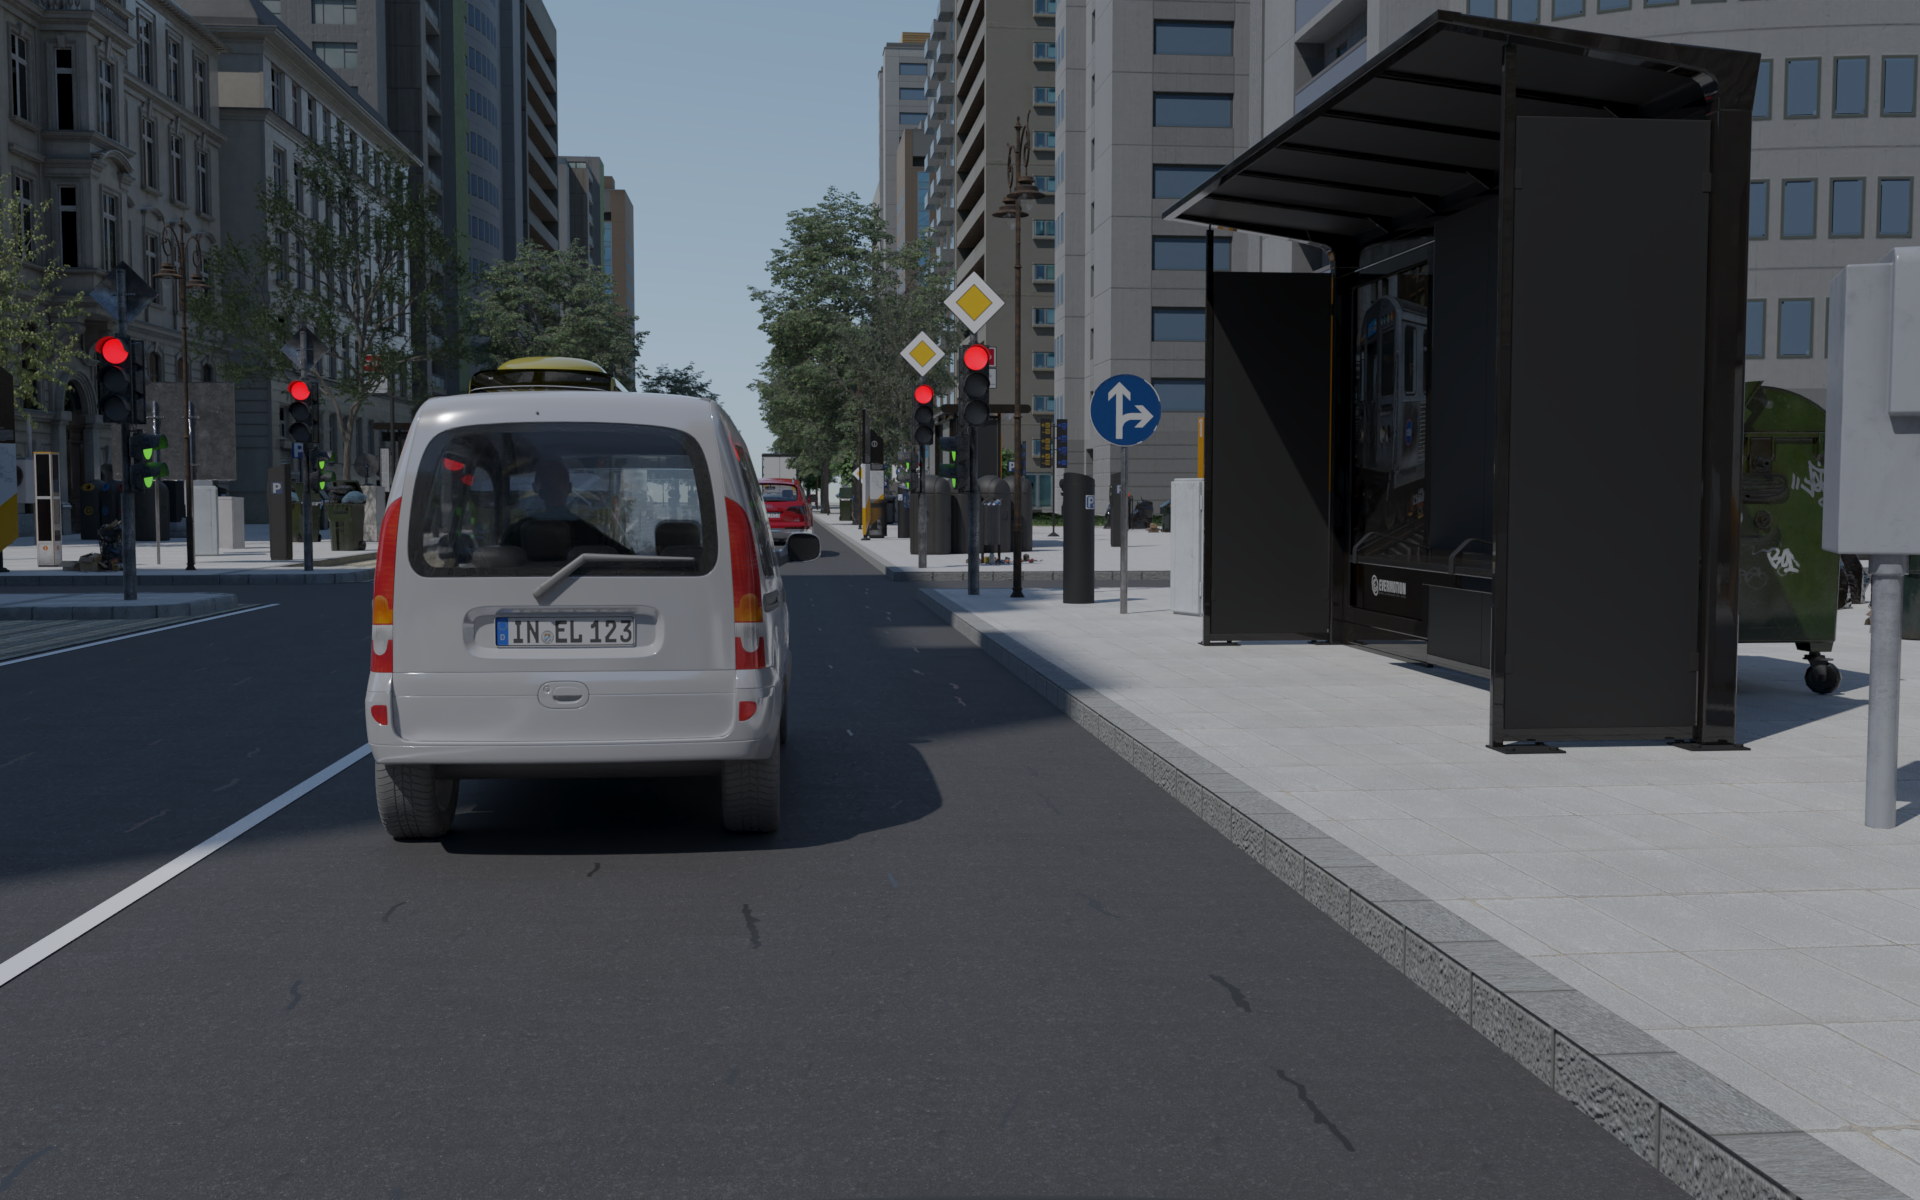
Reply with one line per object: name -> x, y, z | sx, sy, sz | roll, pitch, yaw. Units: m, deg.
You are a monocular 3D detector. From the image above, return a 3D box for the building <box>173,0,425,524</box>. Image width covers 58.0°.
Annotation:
building -> -37.917, -15.492, 86.577 | 16.112, 22.955, 30.059 | 0, 4, -6

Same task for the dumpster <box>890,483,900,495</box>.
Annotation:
dumpster -> -3.412, -5.379, 93.698 | 1.264, 1.857, 1.865 | 0, 4, -6

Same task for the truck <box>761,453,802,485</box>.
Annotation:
truck -> -12.836, -8.288, 124.414 | 2.839, 4.237, 11.283 | 0, 4, -5

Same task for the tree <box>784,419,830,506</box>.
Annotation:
tree -> -16.504, -16.361, 201.909 | 7.601, 10.594, 8.767 | -1, 4, -16

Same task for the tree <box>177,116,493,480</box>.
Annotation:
tree -> -15.746, -6.689, 43.781 | 8.767, 10.594, 7.601 | 0, 4, -2

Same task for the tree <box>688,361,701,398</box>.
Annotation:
tree -> -27.211, -15.820, 165.319 | 9.857, 13.997, 8.962 | 0, 3, 0

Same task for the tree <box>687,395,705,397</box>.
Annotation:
tree -> -30.158, -17.026, 195.380 | 9.611, 12.733, 9.660 | 0, 3, 0

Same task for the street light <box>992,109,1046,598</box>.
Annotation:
street light -> 0.712, -2.970, 21.348 | 0.468, 5.910, 1.993 | 0, 4, -6

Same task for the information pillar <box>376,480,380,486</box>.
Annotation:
information pillar -> -29.580, -5.133, 88.423 | 0.304, 2.012, 0.304 | 2, 4, 23

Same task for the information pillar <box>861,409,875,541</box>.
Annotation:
information pillar -> -2.592, -3.456, 47.855 | 0.183, 3.616, 0.504 | 1, 4, 14

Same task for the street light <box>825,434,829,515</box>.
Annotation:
street light -> -7.941, -8.036, 104.174 | 0.468, 5.910, 1.993 | 0, 4, -6

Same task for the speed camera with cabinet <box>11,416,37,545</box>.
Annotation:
speed camera with cabinet -> -24.302, -3.039, 44.031 | 2.038, 3.252, 0.660 | 1, 4, 20

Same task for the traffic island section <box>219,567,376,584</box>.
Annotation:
traffic island section -> -10.914, -0.409, 28.976 | 2.009, 0.180, 2.903 | 0, 4, -6

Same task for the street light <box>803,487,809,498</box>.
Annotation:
street light -> -15.795, -12.702, 180.465 | 0.468, 5.910, 1.993 | 0, 4, -6

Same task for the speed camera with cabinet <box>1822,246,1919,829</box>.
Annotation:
speed camera with cabinet -> 4.391, -0.741, 6.457 | 2.038, 3.252, 0.660 | 1, 4, 20

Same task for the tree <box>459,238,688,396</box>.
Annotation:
tree -> -19.794, -10.909, 85.015 | 9.857, 13.997, 8.962 | 0, 3, 0

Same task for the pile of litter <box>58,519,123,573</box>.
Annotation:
pile of litter -> -14.470, -0.920, 28.999 | 1.176, 0.858, 1.719 | -1, 4, -14

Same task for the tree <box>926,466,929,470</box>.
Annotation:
tree -> -0.191, -3.739, 55.733 | 1.663, 3.219, 1.824 | 0, 3, 0

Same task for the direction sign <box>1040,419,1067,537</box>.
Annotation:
direction sign -> 2.825, -3.683, 52.209 | 0.876, 3.537, 0.379 | -1, 4, -20

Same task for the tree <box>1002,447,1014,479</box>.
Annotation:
tree -> 2.061, -7.381, 104.387 | 4.285, 4.588, 4.351 | 0, 3, 0

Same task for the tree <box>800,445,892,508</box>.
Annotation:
tree -> -4.944, -6.319, 87.033 | 4.285, 4.588, 4.351 | 0, 3, 0

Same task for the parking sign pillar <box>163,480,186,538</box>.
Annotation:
parking sign pillar -> -22.982, -3.837, 51.201 | 1.447, 3.967, 1.447 | 1, 4, 10

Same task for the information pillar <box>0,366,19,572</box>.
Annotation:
information pillar -> -15.719, -2.260, 28.314 | 0.504, 3.616, 0.183 | -3, 5, -42

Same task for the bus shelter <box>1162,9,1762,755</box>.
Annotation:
bus shelter -> 2.859, -1.244, 11.621 | 1.731, 3.624, 6.357 | 0, 4, -6

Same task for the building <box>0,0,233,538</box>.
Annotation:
building -> -33.736, -14.369, 54.020 | 14.460, 24.649, 34.723 | 0, 4, -6

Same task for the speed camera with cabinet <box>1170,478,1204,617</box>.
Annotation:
speed camera with cabinet -> 3.275, -1.487, 18.655 | 2.038, 3.252, 0.660 | -2, 4, -27

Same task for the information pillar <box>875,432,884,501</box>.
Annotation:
information pillar -> -2.964, -4.290, 61.492 | 0.504, 3.616, 0.183 | -1, 4, -19

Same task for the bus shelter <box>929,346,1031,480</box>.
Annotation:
bus shelter -> 0.188, -4.092, 44.540 | 2.179, 5.291, 8.768 | 0, 4, -6

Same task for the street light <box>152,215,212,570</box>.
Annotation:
street light -> -12.973, -3.440, 29.029 | 0.468, 5.910, 1.993 | 0, 4, -6

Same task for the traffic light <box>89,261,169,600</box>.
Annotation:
traffic light -> -10.050, -1.956, 20.902 | 0.839, 4.253, 0.868 | 0, 4, -6

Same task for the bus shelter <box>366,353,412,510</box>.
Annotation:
bus shelter -> -16.295, -4.562, 52.226 | 2.179, 5.291, 8.768 | 0, 4, -6

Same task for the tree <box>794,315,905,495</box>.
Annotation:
tree -> -5.920, -10.554, 98.315 | 9.928, 11.665, 9.643 | 0, 3, 0

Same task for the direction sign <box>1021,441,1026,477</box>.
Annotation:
direction sign -> 2.651, -5.033, 74.293 | 0.379, 3.537, 0.876 | -1, 4, -19

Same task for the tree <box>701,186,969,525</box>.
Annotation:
tree -> -4.173, -10.086, 71.563 | 9.857, 13.997, 8.962 | 0, 3, 0

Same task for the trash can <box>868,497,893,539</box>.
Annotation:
trash can -> -2.412, -2.356, 50.179 | 0.748, 1.137, 0.748 | 0, 3, 0

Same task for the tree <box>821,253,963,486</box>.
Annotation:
tree -> -1.916, -6.224, 52.129 | 4.360, 8.622, 3.978 | 0, 3, 0

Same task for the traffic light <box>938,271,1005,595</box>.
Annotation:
traffic light -> 0.155, -2.021, 21.971 | 0.839, 4.253, 0.868 | 0, 4, -6

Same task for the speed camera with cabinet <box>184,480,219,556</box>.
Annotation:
speed camera with cabinet -> -16.027, -2.580, 36.525 | 0.660, 3.252, 2.038 | -2, 4, -26

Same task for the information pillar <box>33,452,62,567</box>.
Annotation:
information pillar -> -16.015, -1.586, 30.423 | 0.304, 2.012, 0.304 | 0, 4, -2

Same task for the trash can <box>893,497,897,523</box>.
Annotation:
trash can -> -3.065, -3.785, 73.546 | 0.748, 1.137, 0.748 | 0, 3, 0

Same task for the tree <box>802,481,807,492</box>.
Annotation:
tree -> -20.820, -17.341, 233.893 | 4.360, 8.622, 3.978 | 0, 3, 0

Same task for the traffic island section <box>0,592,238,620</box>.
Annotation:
traffic island section -> -10.091, 0.076, 21.033 | 2.009, 0.180, 2.903 | 0, 4, -6

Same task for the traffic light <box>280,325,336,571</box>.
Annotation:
traffic light -> -10.873, -2.442, 28.845 | 0.839, 4.253, 0.868 | 0, 4, -6

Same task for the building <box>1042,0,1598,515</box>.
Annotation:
building -> 15.389, -33.341, 87.117 | 21.231, 58.520, 28.212 | 0, 4, -6

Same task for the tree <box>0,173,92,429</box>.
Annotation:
tree -> -22.629, -5.507, 40.404 | 4.737, 8.622, 4.395 | 0, 3, 0

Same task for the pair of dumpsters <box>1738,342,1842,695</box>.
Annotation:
pair of dumpsters -> 4.792, -0.643, 13.006 | 1.574, 2.255, 4.437 | 0, 4, -6

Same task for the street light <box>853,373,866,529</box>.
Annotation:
street light -> -3.621, -5.496, 62.645 | 0.468, 5.910, 1.993 | 0, 4, -6

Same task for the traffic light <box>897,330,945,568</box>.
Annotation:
traffic light -> -0.668, -2.507, 29.914 | 0.839, 4.253, 0.868 | 0, 4, -6

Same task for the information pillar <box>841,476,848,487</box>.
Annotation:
information pillar -> -6.046, -6.070, 90.591 | 0.504, 3.616, 0.183 | -3, 5, -41

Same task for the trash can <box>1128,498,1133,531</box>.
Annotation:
trash can -> 5.577, -2.933, 59.608 | 0.748, 1.137, 0.748 | 0, 3, 0
